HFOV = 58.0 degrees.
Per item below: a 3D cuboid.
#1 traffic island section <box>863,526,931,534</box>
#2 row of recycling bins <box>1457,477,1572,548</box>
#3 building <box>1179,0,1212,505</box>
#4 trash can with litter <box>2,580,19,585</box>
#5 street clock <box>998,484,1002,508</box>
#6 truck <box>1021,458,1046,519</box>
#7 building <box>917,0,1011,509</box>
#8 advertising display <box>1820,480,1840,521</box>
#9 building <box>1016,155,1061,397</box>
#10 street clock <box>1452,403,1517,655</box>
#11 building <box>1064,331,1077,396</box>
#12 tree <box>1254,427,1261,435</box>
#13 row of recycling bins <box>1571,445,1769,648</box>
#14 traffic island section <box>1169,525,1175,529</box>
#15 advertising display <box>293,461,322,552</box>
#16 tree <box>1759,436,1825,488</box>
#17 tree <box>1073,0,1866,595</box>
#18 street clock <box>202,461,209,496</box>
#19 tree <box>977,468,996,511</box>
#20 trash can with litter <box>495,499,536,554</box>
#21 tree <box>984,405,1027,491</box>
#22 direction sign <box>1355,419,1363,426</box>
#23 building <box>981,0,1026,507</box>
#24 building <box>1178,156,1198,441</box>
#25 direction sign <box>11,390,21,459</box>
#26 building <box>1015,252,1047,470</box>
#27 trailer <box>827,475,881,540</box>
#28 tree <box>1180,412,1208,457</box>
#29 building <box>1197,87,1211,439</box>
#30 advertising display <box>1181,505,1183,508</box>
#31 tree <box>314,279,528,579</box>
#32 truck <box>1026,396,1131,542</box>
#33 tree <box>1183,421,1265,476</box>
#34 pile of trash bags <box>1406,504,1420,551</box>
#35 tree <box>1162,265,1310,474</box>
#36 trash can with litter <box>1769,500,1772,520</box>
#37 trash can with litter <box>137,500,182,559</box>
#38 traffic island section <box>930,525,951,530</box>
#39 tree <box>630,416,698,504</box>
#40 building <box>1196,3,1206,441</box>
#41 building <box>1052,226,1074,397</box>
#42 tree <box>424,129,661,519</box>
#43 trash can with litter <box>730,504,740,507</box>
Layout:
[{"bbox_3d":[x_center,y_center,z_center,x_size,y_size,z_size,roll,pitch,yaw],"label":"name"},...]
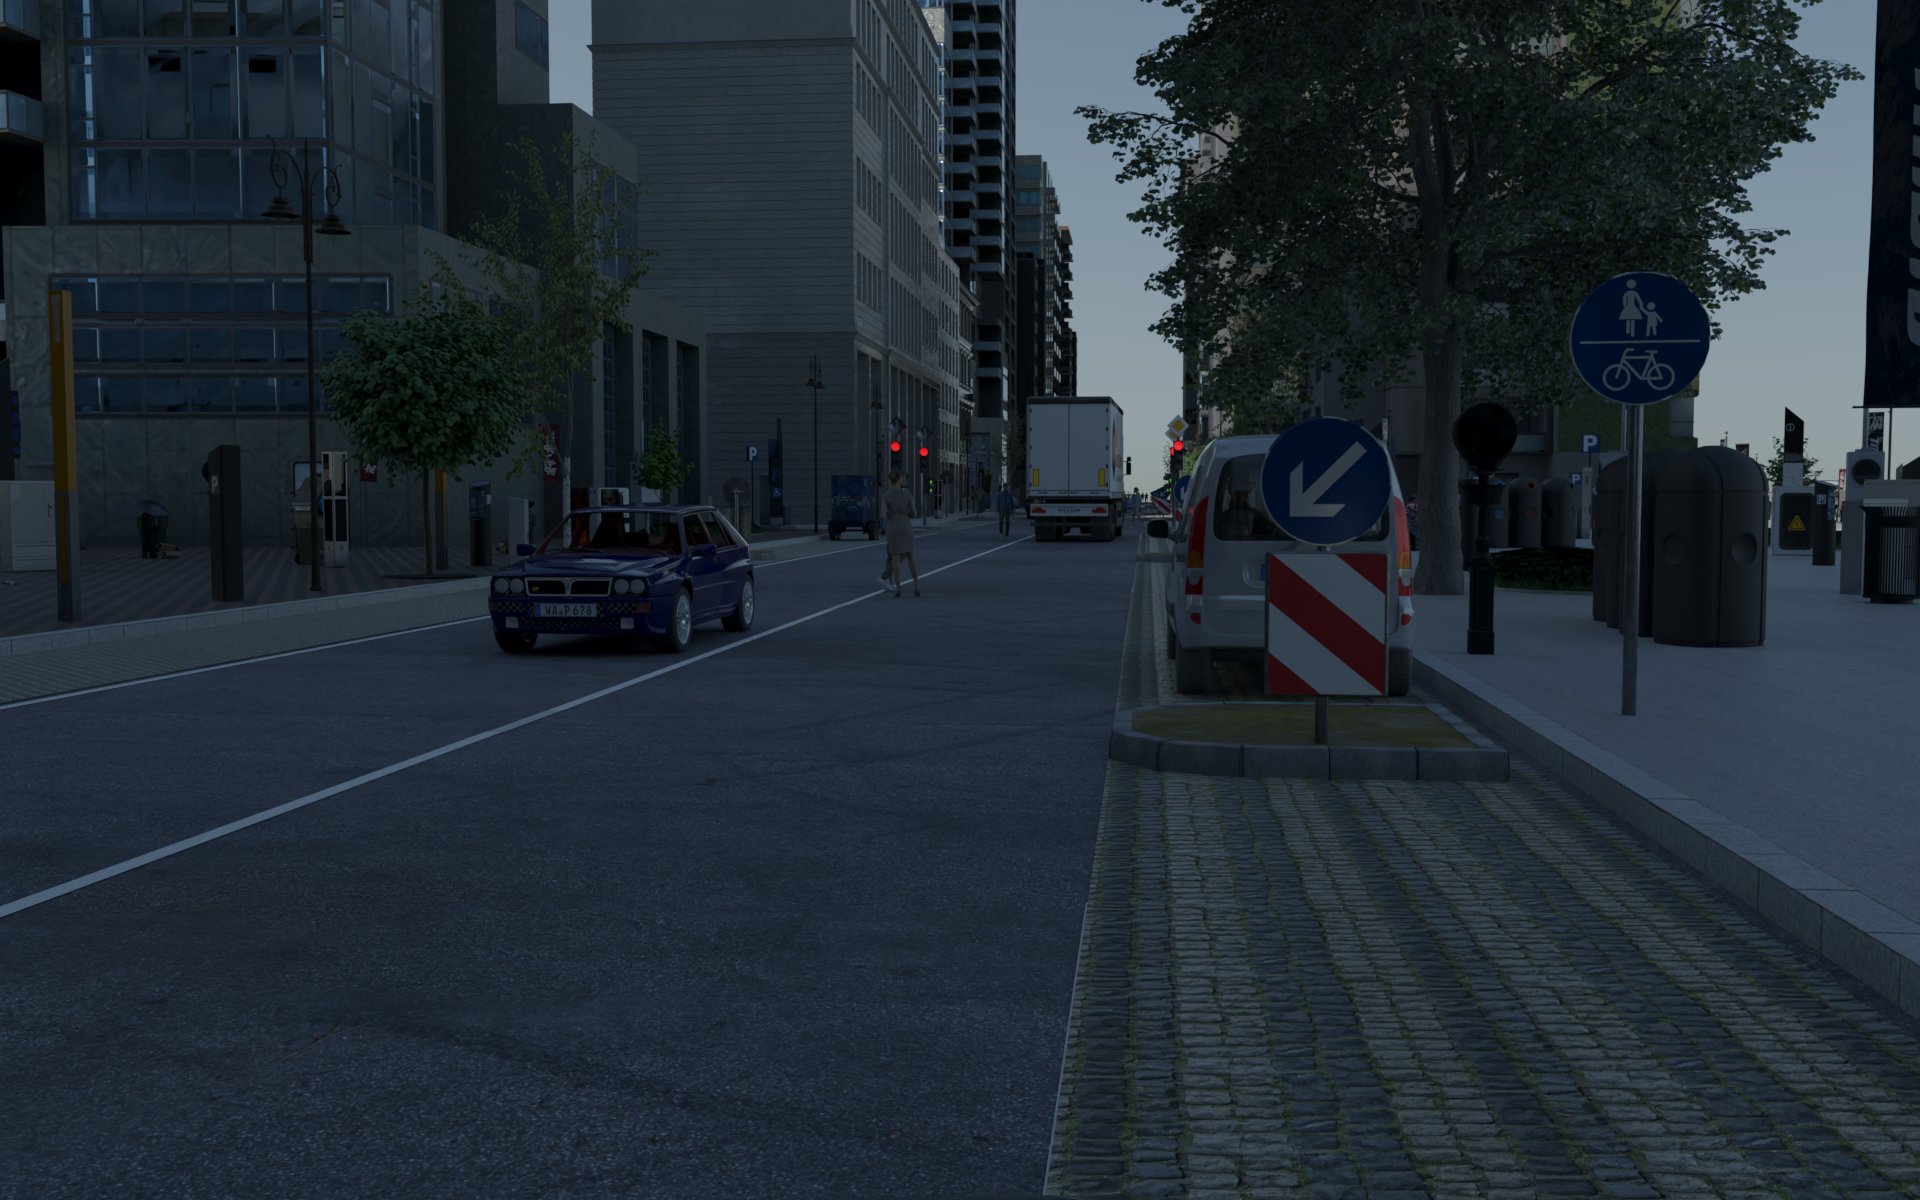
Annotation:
[{"bbox_3d":[-2.304,-2.457,62.460,2.009,0.180,2.903,0,4,6],"label":"traffic island section"},{"bbox_3d":[13.027,-2.090,41.279,3.534,1.692,1.069,-1,4,-17],"label":"row of recycling bins"},{"bbox_3d":[36.907,-54.269,199.964,22.319,86.520,31.000,0,4,6],"label":"building"},{"bbox_3d":[-13.776,-0.776,23.748,1.678,1.210,2.233,1,4,19],"label":"trash can with litter"},{"bbox_3d":[3.005,-8.316,140.535,0.358,2.002,0.471,-3,4,-36],"label":"street clock"},{"bbox_3d":[5.329,-6.948,102.508,2.839,4.237,11.283,0,4,6],"label":"truck"},{"bbox_3d":[-5.946,-51.849,160.397,22.319,86.520,31.000,0,4,6],"label":"building"},{"bbox_3d":[40.628,-4.639,81.062,0.974,1.923,0.123,3,5,45],"label":"advertising display"},{"bbox_3d":[2.749,-38.292,245.689,23.786,49.044,30.456,0,4,6],"label":"building"},{"bbox_3d":[4.183,-0.568,13.857,0.471,2.002,0.358,0,4,8],"label":"street clock"},{"bbox_3d":[12.750,-32.104,296.593,14.160,30.474,14.107,0,4,6],"label":"building"},{"bbox_3d":[8.578,-3.394,50.099,1.663,3.219,1.824,0,3,0],"label":"tree"},{"bbox_3d":[6.588,-0.550,16.104,1.069,1.692,3.534,1,4,10],"label":"row of recycling bins"},{"bbox_3d":[8.584,-2.877,69.318,2.009,0.180,2.903,0,4,6],"label":"traffic island section"},{"bbox_3d":[-12.659,-1.777,34.262,0.974,1.923,0.123,-1,4,-10],"label":"advertising display"},{"bbox_3d":[23.810,-3.372,49.732,1.663,3.219,1.824,0,3,0],"label":"tree"},{"bbox_3d":[6.275,-7.048,21.898,9.857,13.997,8.962,0,3,0],"label":"tree"},{"bbox_3d":[-15.990,-1.996,37.203,0.471,2.002,0.358,0,4,1],"label":"street clock"},{"bbox_3d":[2.003,-8.280,129.983,1.663,3.219,1.824,0,3,0],"label":"tree"},{"bbox_3d":[-9.547,-1.568,37.024,1.055,1.170,0.624,3,4,38],"label":"trash can with litter"},{"bbox_3d":[3.984,-11.795,143.212,4.360,8.622,3.978,0,3,0],"label":"tree"},{"bbox_3d":[12.093,-3.705,52.575,0.379,3.537,0.876,0,4,-2],"label":"direction sign"},{"bbox_3d":[-2.319,-45.757,186.382,20.563,71.187,20.611,0,4,6],"label":"building"},{"bbox_3d":[47.588,-41.174,262.431,28.713,52.752,27.495,0,4,6],"label":"building"},{"bbox_3d":[-20.776,-2.794,37.687,0.379,3.537,0.876,1,4,13],"label":"direction sign"},{"bbox_3d":[2.854,-26.507,205.091,14.160,30.474,14.107,0,4,6],"label":"building"},{"bbox_3d":[-3.324,-2.796,52.756,1.471,1.999,3.904,0,4,5],"label":"trailer"},{"bbox_3d":[20.985,-12.455,153.999,4.360,8.622,3.978,0,3,0],"label":"tree"},{"bbox_3d":[34.908,-33.692,170.475,23.786,49.044,30.456,0,4,6],"label":"building"},{"bbox_3d":[17.891,-8.221,139.632,0.123,1.923,0.974,0,4,-2],"label":"advertising display"},{"bbox_3d":[-8.214,-2.629,26.691,4.285,4.588,4.351,0,3,0],"label":"tree"},{"bbox_3d":[3.875,-4.059,55.277,2.839,4.237,11.283,0,4,8],"label":"truck"},{"bbox_3d":[12.284,-5.680,76.583,4.285,4.588,4.351,0,3,0],"label":"tree"},{"bbox_3d":[8.889,-1.793,39.075,3.447,1.369,1.912,-2,4,-27],"label":"pile of trash bags"},{"bbox_3d":[9.239,-6.400,54.995,4.737,8.622,4.395,0,3,0],"label":"tree"},{"bbox_3d":[39.938,-4.518,85.249,1.055,1.170,0.624,2,4,25],"label":"trash can with litter"},{"bbox_3d":[-15.917,-1.416,34.543,1.055,1.170,0.624,2,4,34],"label":"trash can with litter"},{"bbox_3d":[-1.449,-2.943,70.399,2.009,0.180,2.903,0,4,6],"label":"traffic island section"},{"bbox_3d":[-7.252,-2.941,42.684,1.663,3.219,1.824,0,3,0],"label":"tree"},{"bbox_3d":[41.050,-48.924,238.164,20.563,71.187,20.611,0,4,6],"label":"building"},{"bbox_3d":[6.585,-37.955,275.184,22.147,44.769,28.867,0,4,6],"label":"building"},{"bbox_3d":[-8.098,-5.144,34.466,4.737,8.622,4.395,0,3,0],"label":"tree"},{"bbox_3d":[-7.850,-2.878,58.115,1.678,1.210,2.233,2,4,27],"label":"trash can with litter"}]
